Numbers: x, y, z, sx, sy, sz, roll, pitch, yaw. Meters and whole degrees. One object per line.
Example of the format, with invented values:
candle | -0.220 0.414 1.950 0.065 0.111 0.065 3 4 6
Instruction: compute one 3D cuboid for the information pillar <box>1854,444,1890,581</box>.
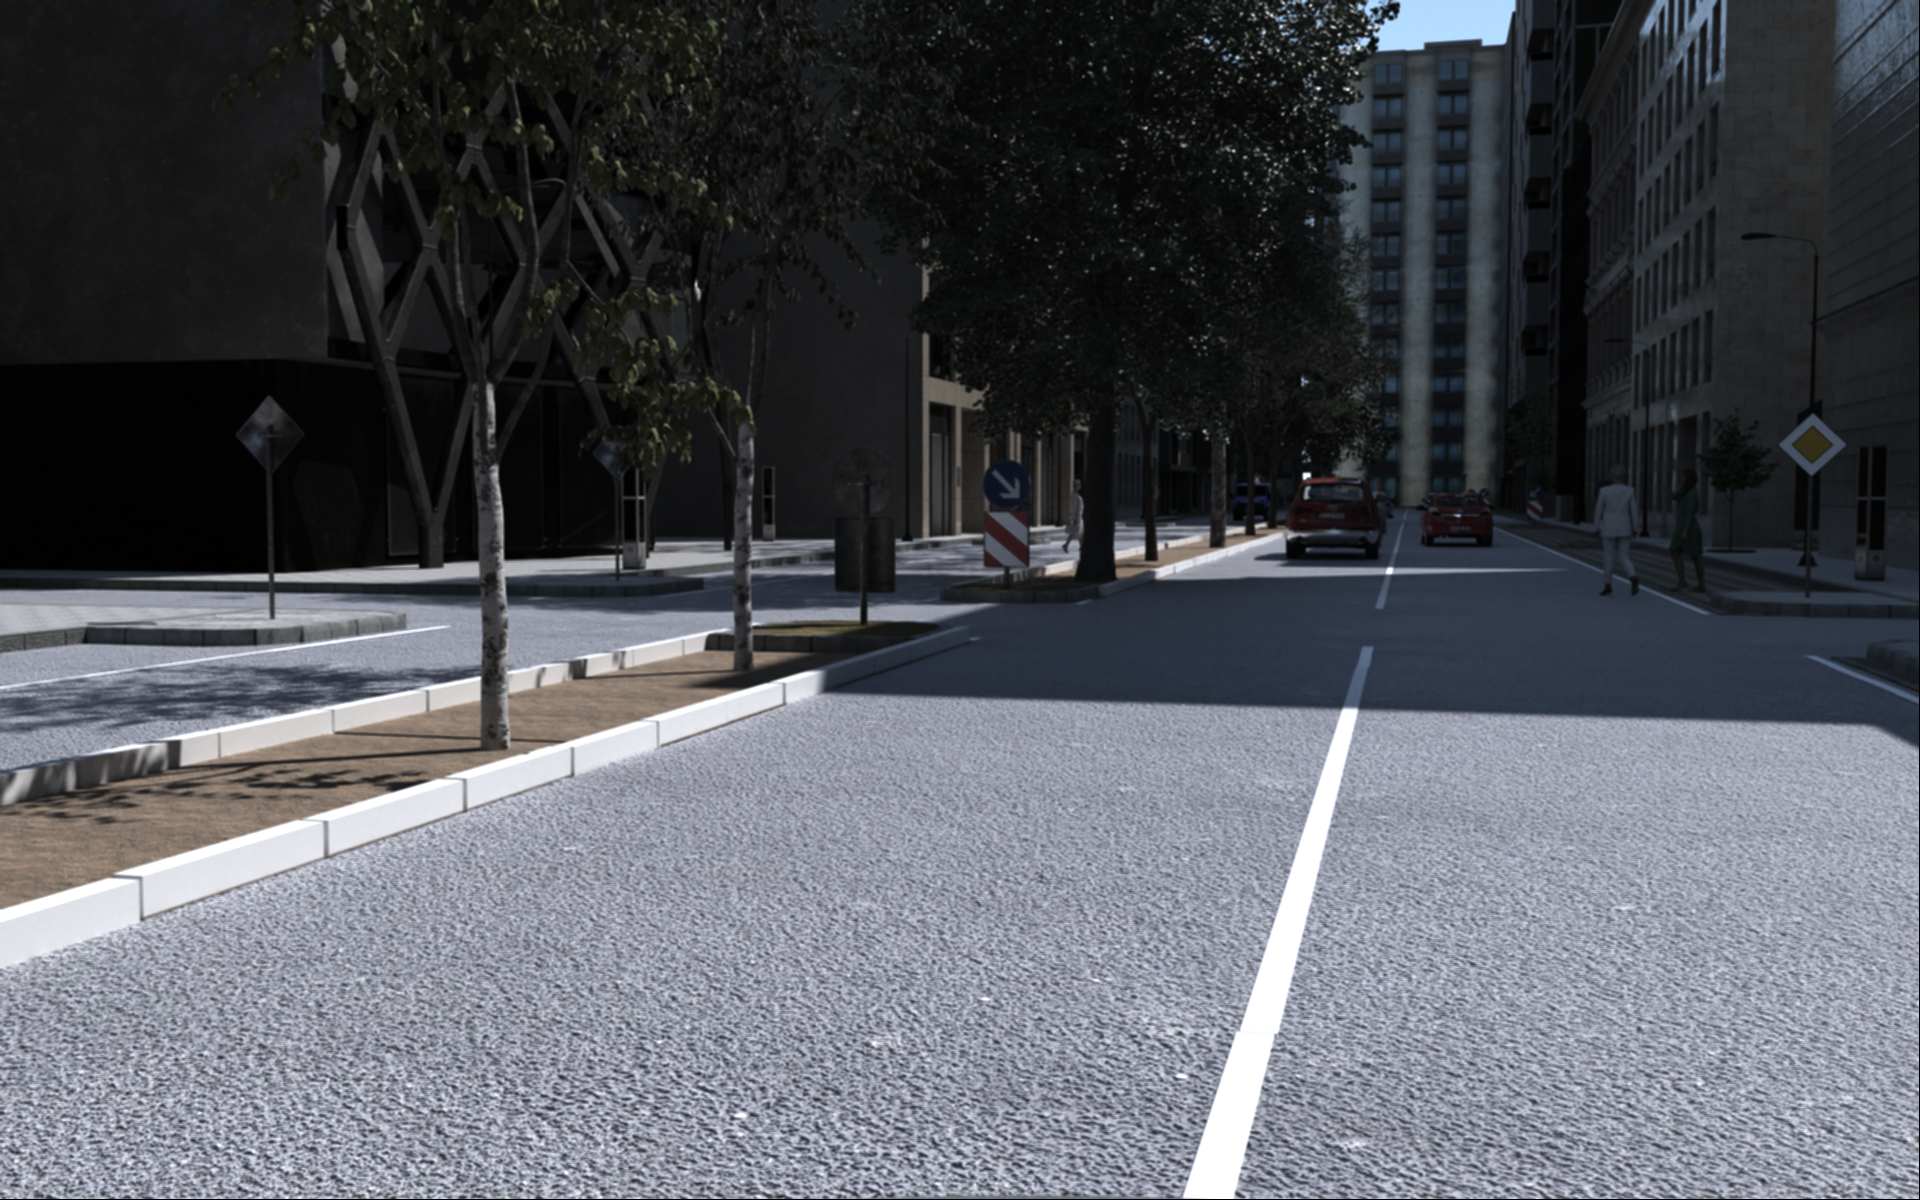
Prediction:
information pillar | 13.500 -1.294 25.648 0.304 2.012 0.304 0 4 -5

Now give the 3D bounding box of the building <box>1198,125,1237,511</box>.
building | 13.979 -22.223 135.044 14.160 30.474 14.107 1 4 15

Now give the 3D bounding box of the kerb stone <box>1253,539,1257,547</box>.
kerb stone | 7.802 -1.488 46.526 0.120 0.150 1.000 1 4 15

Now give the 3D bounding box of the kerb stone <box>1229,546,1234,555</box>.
kerb stone | 6.256 -1.123 40.574 0.120 0.150 1.000 1 4 15

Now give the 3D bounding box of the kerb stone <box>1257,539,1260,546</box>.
kerb stone | 8.059 -1.544 47.519 0.120 0.150 1.000 1 4 15

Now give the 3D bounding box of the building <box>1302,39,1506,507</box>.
building | 52.364 -34.637 185.920 30.456 49.044 23.786 1 4 15

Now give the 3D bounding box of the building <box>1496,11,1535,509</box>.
building | 56.672 -31.031 157.473 14.600 45.320 14.200 1 4 15

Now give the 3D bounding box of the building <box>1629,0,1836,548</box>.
building | 25.200 -11.806 47.776 10.420 20.320 16.860 1 4 15

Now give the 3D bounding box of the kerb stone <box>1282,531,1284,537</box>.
kerb stone | 10.387 -2.095 56.455 0.120 0.150 1.000 1 4 15

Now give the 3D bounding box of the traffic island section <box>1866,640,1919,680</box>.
traffic island section | 8.499 0.524 13.719 2.009 0.180 2.903 1 4 15

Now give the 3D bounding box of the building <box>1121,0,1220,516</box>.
building | 5.321 -28.139 114.695 22.147 44.769 28.867 1 4 15

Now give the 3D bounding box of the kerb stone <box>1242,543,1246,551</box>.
kerb stone | 7.031 -1.306 43.542 0.120 0.150 1.000 1 4 15

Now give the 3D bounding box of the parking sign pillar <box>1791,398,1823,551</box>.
parking sign pillar | 19.728 -3.110 39.320 1.447 3.967 1.447 3 4 38

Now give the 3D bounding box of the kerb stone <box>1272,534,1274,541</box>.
kerb stone | 9.353 -1.846 52.475 0.120 0.150 1.000 1 4 15

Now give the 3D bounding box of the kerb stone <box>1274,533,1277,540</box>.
kerb stone | 9.611 -1.913 53.472 0.120 0.150 1.000 1 4 15

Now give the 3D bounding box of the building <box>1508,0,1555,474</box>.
building | 57.805 -33.389 135.147 28.713 52.752 27.495 1 4 15

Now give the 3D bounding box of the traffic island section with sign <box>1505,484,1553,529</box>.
traffic island section with sign | 23.644 -3.861 71.760 1.989 1.847 2.006 1 4 15

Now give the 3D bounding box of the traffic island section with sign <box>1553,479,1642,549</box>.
traffic island section with sign | 16.848 -2.266 45.672 1.989 1.847 2.006 1 4 15

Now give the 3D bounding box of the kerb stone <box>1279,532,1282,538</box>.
kerb stone | 10.126 -2.033 55.463 0.120 0.150 1.000 1 4 15

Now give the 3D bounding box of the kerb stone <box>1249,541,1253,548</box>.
kerb stone | 7.537 -1.426 45.533 0.120 0.150 1.000 1 4 15

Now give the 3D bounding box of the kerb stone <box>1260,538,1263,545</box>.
kerb stone | 8.316 -1.609 48.508 0.120 0.150 1.000 1 4 15

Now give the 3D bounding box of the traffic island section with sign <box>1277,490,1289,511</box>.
traffic island section with sign | 27.840 -8.672 150.411 1.989 1.847 2.006 1 4 15

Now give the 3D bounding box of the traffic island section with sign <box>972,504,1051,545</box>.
traffic island section with sign | 1.530 -2.497 49.451 1.989 1.847 2.006 1 4 15

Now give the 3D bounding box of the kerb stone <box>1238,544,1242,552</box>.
kerb stone | 6.767 -1.245 42.554 0.120 0.150 1.000 1 4 15

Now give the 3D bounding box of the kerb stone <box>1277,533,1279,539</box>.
kerb stone | 9.868 -1.973 54.462 0.120 0.150 1.000 1 4 15

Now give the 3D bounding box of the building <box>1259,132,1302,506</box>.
building | 29.725 -30.825 187.586 14.086 41.232 14.154 1 4 15

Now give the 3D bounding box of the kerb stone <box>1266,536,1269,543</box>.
kerb stone | 8.840 -1.729 50.495 0.120 0.150 1.000 1 4 15

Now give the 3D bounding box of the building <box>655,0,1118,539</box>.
building | -6.075 -16.086 67.522 19.350 26.468 34.151 1 4 15

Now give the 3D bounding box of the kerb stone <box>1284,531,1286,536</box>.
kerb stone | 10.645 -2.151 57.447 0.120 0.150 1.000 1 4 15

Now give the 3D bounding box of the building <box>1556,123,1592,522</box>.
building | 36.097 -15.528 83.564 12.332 23.373 15.834 1 4 15

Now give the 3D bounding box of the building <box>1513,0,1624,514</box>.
building | 47.677 -41.198 111.837 20.563 71.187 20.611 1 4 15

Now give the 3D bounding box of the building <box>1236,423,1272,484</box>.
building | 13.878 -19.501 163.880 28.899 21.520 27.650 1 4 15

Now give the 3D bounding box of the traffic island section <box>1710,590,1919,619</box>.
traffic island section | 10.512 0.051 21.447 2.009 0.180 2.903 1 4 15

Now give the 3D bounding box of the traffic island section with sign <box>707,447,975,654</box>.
traffic island section with sign | -1.098 -0.509 16.459 2.006 1.907 1.989 1 4 15

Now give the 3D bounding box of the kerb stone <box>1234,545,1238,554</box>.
kerb stone | 6.512 -1.184 41.564 0.120 0.150 1.000 1 4 15

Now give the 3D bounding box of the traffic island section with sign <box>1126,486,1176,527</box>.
traffic island section with sign | 8.383 -4.105 75.744 1.989 1.847 2.006 1 4 15

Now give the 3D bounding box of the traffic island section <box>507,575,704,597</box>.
traffic island section | -5.060 -0.197 25.494 2.009 0.180 2.903 1 4 15

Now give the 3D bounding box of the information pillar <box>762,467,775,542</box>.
information pillar | -5.168 -2.586 46.773 0.304 2.012 0.304 0 3 0

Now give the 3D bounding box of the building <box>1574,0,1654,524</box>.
building | 30.313 -14.057 65.981 11.583 22.565 21.152 1 4 15

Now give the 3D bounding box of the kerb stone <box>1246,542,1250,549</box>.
kerb stone | 7.283 -1.362 44.533 0.120 0.150 1.000 1 4 15

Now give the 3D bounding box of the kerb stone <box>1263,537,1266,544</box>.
kerb stone | 8.581 -1.666 49.506 0.120 0.150 1.000 1 4 15

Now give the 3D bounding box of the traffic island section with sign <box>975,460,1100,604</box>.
traffic island section with sign | 0.779 -0.947 23.625 2.006 1.907 1.989 1 4 15

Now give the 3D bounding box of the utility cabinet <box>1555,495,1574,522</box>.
utility cabinet | 27.684 -4.165 79.267 1.020 1.237 0.306 -3 4 -37

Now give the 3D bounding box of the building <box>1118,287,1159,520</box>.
building | 4.183 -14.483 91.547 10.420 20.320 16.860 1 4 15

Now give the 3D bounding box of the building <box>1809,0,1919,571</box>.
building | 36.572 -15.024 22.051 44.131 29.872 17.030 1 4 15

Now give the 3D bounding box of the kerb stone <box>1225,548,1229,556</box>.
kerb stone | 5.990 -1.064 39.586 0.120 0.150 1.000 1 4 15

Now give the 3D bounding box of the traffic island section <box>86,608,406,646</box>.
traffic island section | -7.073 0.276 17.766 2.009 0.180 2.903 1 4 15

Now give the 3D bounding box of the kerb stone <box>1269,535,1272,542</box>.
kerb stone | 9.093 -1.790 51.486 0.120 0.150 1.000 1 4 15

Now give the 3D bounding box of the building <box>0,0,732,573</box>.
building | -13.819 -10.360 36.832 16.820 18.784 16.811 1 4 15

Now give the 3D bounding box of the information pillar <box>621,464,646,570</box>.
information pillar | -5.551 -1.527 29.455 0.304 2.012 0.304 1 4 16

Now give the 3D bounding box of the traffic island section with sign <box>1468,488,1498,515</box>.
traffic island section with sign | 36.269 -6.827 120.242 1.989 1.847 2.006 1 4 15
